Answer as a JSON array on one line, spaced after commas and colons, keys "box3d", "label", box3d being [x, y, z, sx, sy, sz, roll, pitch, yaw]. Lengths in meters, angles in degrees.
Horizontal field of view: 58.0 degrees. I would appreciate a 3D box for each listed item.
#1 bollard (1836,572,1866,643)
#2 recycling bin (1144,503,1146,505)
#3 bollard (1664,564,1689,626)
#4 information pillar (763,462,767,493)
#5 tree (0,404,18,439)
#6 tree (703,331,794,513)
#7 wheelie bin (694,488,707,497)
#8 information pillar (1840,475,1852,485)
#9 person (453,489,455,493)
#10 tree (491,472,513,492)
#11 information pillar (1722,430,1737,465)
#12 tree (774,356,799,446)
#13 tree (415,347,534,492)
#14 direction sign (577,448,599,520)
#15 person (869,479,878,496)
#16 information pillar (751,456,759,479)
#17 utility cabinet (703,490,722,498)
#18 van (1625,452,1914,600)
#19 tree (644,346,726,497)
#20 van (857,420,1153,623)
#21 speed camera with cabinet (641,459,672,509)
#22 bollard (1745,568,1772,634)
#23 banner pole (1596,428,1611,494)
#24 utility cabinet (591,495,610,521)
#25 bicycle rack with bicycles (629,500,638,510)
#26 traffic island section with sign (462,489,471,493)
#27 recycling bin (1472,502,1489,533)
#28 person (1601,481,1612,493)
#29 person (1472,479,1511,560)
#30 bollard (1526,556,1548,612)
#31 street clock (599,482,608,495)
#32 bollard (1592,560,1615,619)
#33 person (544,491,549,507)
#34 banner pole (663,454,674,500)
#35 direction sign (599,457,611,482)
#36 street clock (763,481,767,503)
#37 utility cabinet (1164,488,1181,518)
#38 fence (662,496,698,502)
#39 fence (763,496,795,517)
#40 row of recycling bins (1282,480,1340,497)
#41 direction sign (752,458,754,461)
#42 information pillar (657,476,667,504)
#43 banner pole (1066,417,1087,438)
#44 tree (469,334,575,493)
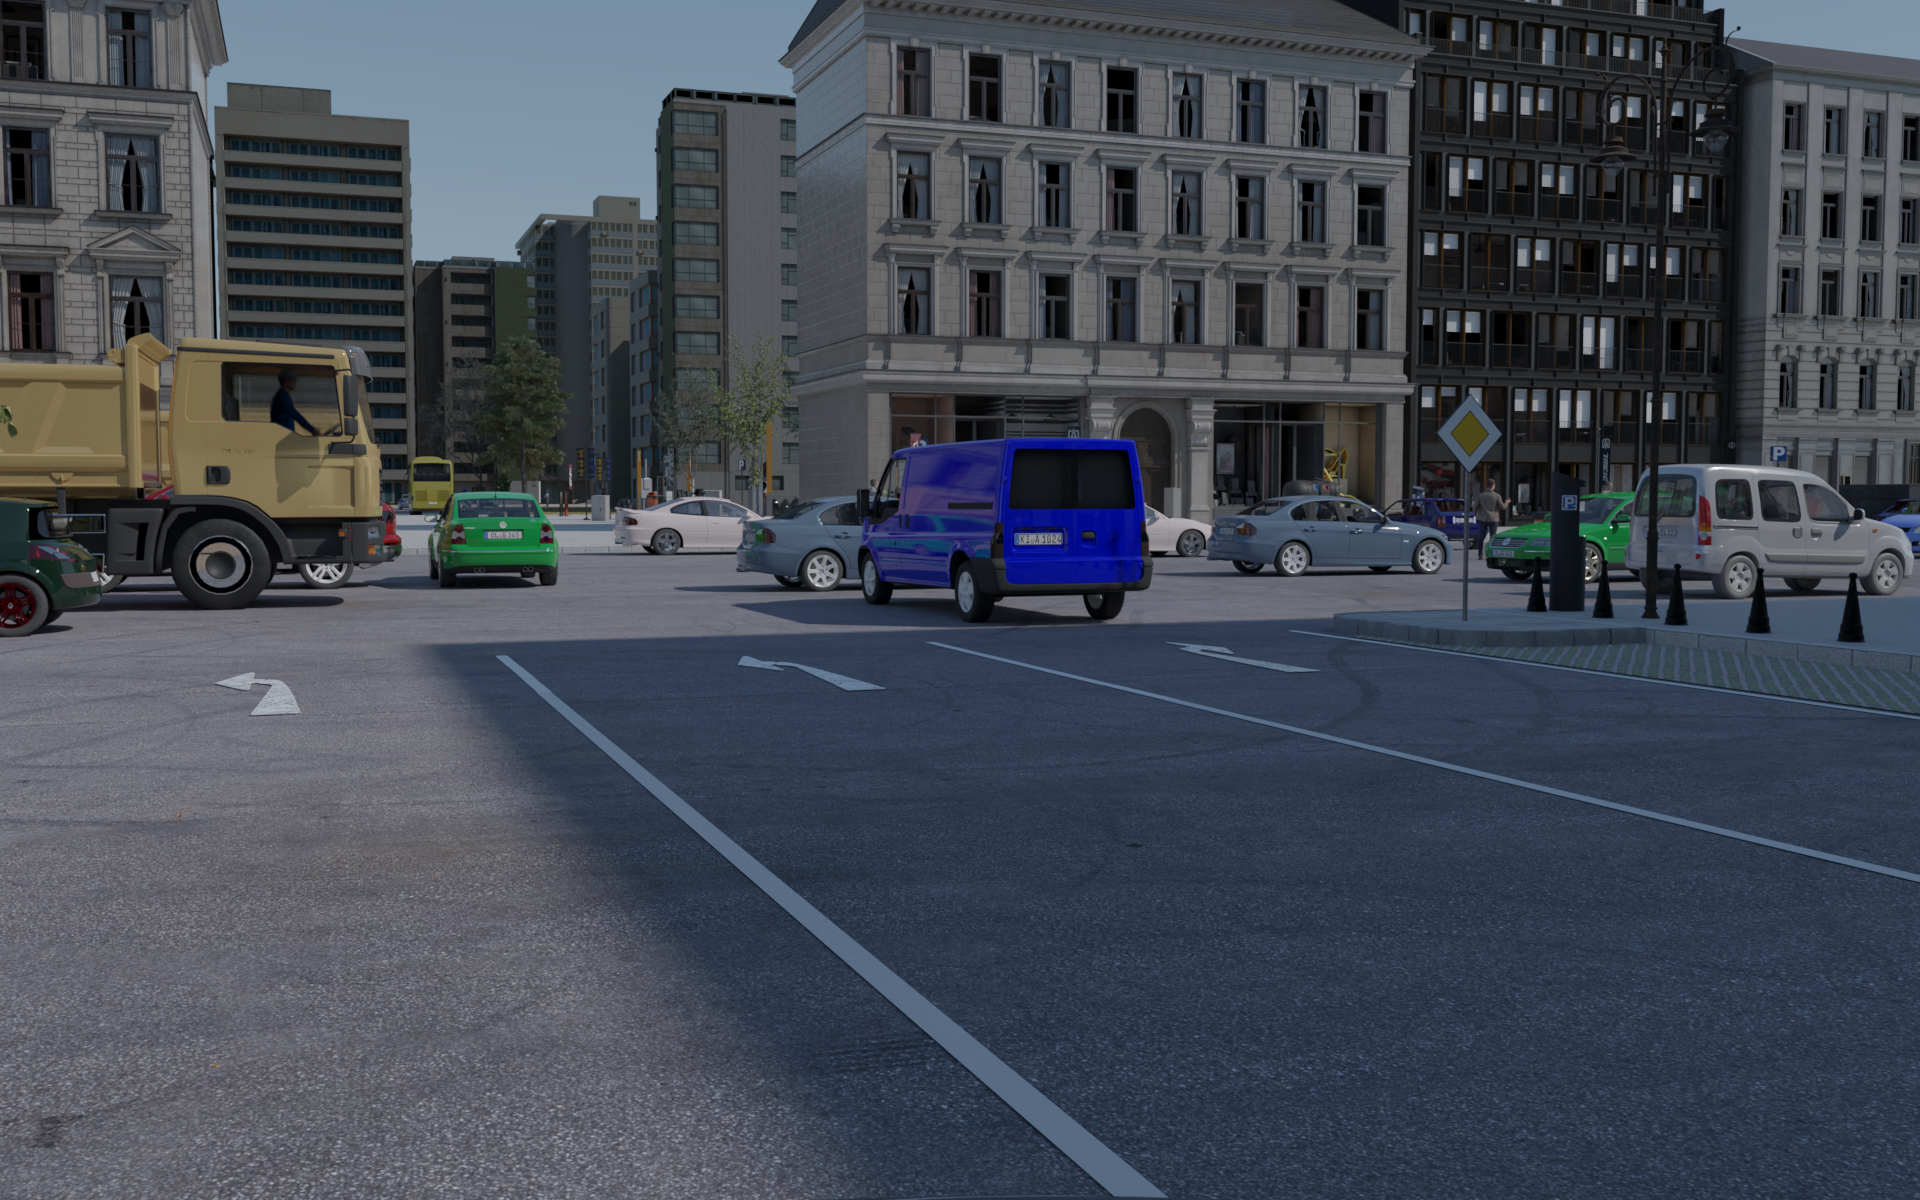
[{"box3d": [7.753, 0.061, 15.052, 0.229, 0.601, 0.229, 0, 3, 0], "label": "bollard"}, {"box3d": [4.889, -2.250, 49.340, 0.722, 1.027, 0.722, 1, 4, 17], "label": "recycling bin"}, {"box3d": [7.029, -0.057, 16.980, 0.229, 0.601, 0.229, 0, 3, 0], "label": "bollard"}, {"box3d": [-12.355, -7.310, 110.880, 0.504, 3.616, 0.183, 0, 4, 1], "label": "information pillar"}, {"box3d": [-6.439, -3.396, 8.342, 4.737, 8.622, 4.395, 0, 3, 0], "label": "tree"}, {"box3d": [-9.302, -7.767, 77.348, 4.737, 8.622, 4.395, 0, 3, 0], "label": "tree"}, {"box3d": [-14.653, -5.486, 97.609, 0.693, 1.594, 0.980, 2, 4, 30], "label": "wheelie bin"}, {"box3d": [34.679, -3.877, 67.873, 0.304, 2.012, 0.304, 0, 4, -1], "label": "information pillar"}, {"box3d": [-41.832, -8.226, 142.975, 0.705, 1.826, 1.348, 0, 4, 5], "label": "person"}, {"box3d": [-34.915, -8.398, 131.911, 1.663, 3.219, 1.824, 0, 3, 0], "label": "tree"}, {"box3d": [28.197, -4.414, 63.527, 0.504, 3.616, 0.183, 1, 4, 14], "label": "information pillar"}, {"box3d": [-5.511, -7.488, 72.787, 4.360, 8.622, 3.978, 0, 3, 0], "label": "tree"}, {"box3d": [-40.081, -14.298, 144.138, 12.009, 13.543, 11.850, 0, 3, 0], "label": "tree"}, {"box3d": [-18.359, -5.689, 85.016, 0.876, 3.537, 0.379, 0, 4, 2], "label": "direction sign"}, {"box3d": [-2.182, -2.115, 43.196, 0.853, 1.813, 0.709, -2, 4, -33], "label": "person"}, {"box3d": [-12.432, -6.963, 105.206, 0.504, 3.616, 0.183, -3, 5, -44], "label": "information pillar"}, {"box3d": [-14.341, -5.591, 100.095, 1.173, 1.500, 0.318, 1, 4, 22], "label": "utility cabinet"}, {"box3d": [11.592, -1.081, 24.688, 4.112, 2.044, 2.013, -1, 4, -20], "label": "van"}, {"box3d": [-13.398, -8.295, 85.978, 4.360, 8.622, 3.978, 0, 3, 0], "label": "tree"}, {"box3d": [0.312, -1.024, 21.133, 2.240, 2.365, 5.245, -1, 4, -21], "label": "van"}, {"box3d": [-17.513, -6.431, 99.490, 2.038, 3.252, 0.660, -3, 4, -38], "label": "speed camera with cabinet"}, {"box3d": [7.391, 0.002, 16.012, 0.229, 0.601, 0.229, 0, 3, 0], "label": "bollard"}, {"box3d": [24.110, -4.587, 65.021, 0.401, 3.779, 0.863, -2, 4, -23], "label": "banner pole"}, {"box3d": [-17.212, -4.387, 82.884, 1.020, 1.237, 0.306, 3, 4, 39], "label": "utility cabinet"}, {"box3d": [-19.046, -5.634, 105.490, 2.852, 0.926, 2.925, 0, 4, 1], "label": "bicycle rack with bicycles"}, {"box3d": [-37.333, -7.451, 130.455, 1.989, 1.847, 2.006, -1, 4, -21], "label": "traffic island section with sign"}, {"box3d": [17.579, -2.785, 58.091, 0.722, 1.027, 0.722, 1, 4, 22], "label": "recycling bin"}, {"box3d": [19.383, -2.645, 51.860, 0.853, 1.813, 0.709, 3, 4, 39], "label": "person"}, {"box3d": [11.609, -1.760, 37.812, 0.617, 1.759, 0.750, 3, 5, 41], "label": "person"}, {"box3d": [6.302, -0.175, 18.910, 0.229, 0.601, 0.229, 0, 3, 0], "label": "bollard"}, {"box3d": [-20.691, -5.873, 100.590, 0.358, 2.002, 0.471, 3, 5, 45], "label": "street clock"}, {"box3d": [6.671, -0.116, 17.942, 0.229, 0.601, 0.229, 0, 3, 0], "label": "bollard"}, {"box3d": [-47.126, -11.557, 197.547, 0.705, 1.814, 1.350, 0, 4, 8], "label": "person"}, {"box3d": [-15.856, -6.389, 94.479, 0.863, 3.779, 0.401, 2, 4, 27], "label": "banner pole"}, {"box3d": [-21.841, -6.984, 106.188, 0.876, 3.537, 0.379, -1, 4, -13], "label": "direction sign"}, {"box3d": [-11.127, -5.698, 97.740, 0.358, 2.002, 0.471, 2, 4, 29], "label": "street clock"}, {"box3d": [7.371, -3.137, 59.965, 0.318, 1.500, 1.173, -1, 4, -9], "label": "utility cabinet"}, {"box3d": [-11.343, -3.605, 70.147, 2.264, 1.192, 0.480, 3, 4, 38], "label": "fence"}, {"box3d": [-9.836, -4.993, 92.833, 2.264, 1.192, 0.480, -2, 4, -25], "label": "fence"}, {"box3d": [10.511, -2.742, 51.943, 1.069, 1.692, 3.534, 2, 4, 30], "label": "row of recycling bins"}, {"box3d": [-12.690, -7.010, 106.609, 0.379, 3.537, 0.876, -1, 4, -18], "label": "direction sign"}, {"box3d": [-12.316, -4.103, 71.571, 0.304, 2.012, 0.304, 1, 4, 11], "label": "information pillar"}, {"box3d": [3.842, -4.049, 56.226, 0.863, 3.779, 0.401, 1, 4, 20], "label": "banner pole"}, {"box3d": [-29.491, -11.915, 116.866, 6.751, 12.117, 7.091, 0, 3, 0], "label": "tree"}]
